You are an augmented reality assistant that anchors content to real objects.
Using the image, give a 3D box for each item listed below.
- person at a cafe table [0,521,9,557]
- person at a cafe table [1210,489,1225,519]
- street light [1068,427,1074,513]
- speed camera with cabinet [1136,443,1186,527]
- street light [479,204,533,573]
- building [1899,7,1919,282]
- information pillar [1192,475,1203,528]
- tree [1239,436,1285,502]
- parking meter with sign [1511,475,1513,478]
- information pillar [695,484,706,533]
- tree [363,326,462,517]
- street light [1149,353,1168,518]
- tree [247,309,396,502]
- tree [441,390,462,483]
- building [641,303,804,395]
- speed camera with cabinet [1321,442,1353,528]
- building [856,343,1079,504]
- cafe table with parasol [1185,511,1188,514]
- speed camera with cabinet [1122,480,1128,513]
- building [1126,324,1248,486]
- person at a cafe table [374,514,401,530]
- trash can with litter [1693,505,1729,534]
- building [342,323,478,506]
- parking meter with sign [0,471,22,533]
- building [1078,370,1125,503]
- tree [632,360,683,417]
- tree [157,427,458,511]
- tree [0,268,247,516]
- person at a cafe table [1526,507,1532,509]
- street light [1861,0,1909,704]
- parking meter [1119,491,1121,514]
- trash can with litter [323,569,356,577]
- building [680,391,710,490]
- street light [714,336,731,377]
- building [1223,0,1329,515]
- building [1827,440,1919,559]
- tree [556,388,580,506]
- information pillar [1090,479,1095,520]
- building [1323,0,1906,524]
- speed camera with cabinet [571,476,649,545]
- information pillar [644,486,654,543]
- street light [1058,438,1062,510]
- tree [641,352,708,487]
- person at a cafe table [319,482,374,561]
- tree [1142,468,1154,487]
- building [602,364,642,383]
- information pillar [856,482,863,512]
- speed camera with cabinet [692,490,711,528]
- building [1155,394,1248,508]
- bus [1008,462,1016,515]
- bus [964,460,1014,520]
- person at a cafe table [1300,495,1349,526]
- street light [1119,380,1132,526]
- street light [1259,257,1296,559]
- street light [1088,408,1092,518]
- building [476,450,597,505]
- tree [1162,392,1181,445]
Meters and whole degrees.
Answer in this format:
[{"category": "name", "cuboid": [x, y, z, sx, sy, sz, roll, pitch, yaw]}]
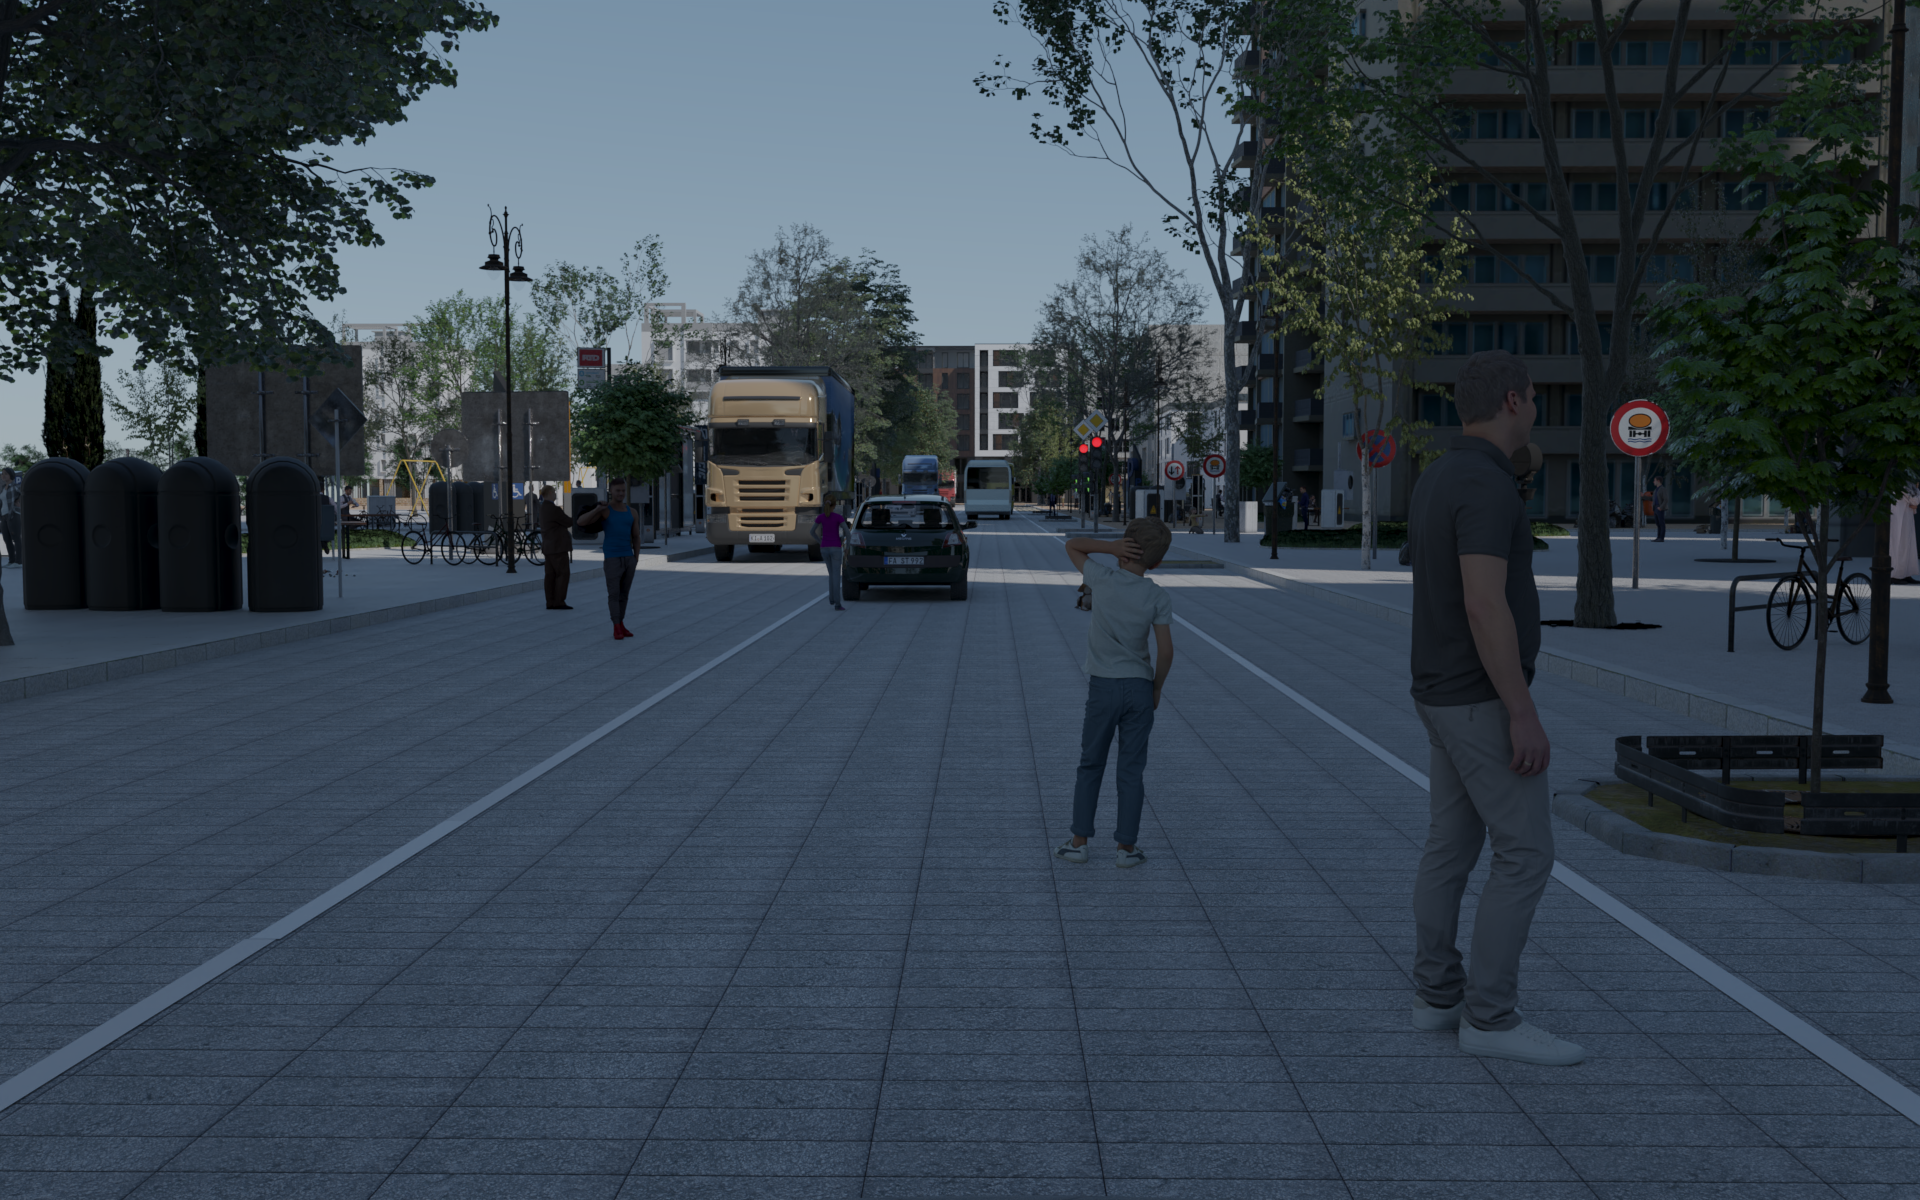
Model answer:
[{"category": "person at a cafe table", "cuboid": [-19.947, -1.480, 35.060, 1.726, 1.238, 1.698, 1, 4, 12]}, {"category": "person at a cafe table", "cuboid": [13.876, -5.036, 90.858, 1.622, 1.524, 1.698, -3, 5, -40]}, {"category": "street light", "cuboid": [7.471, -8.792, 116.529, 0.468, 5.910, 1.993, 0, 4, 1]}, {"category": "speed camera with cabinet", "cuboid": [7.791, -4.449, 67.077, 2.038, 3.252, 0.660, -2, 4, -30]}, {"category": "street light", "cuboid": [-7.287, -3.375, 27.962, 0.468, 5.910, 1.993, 0, 4, 1]}, {"category": "building", "cuboid": [63.048, -28.502, 85.610, 30.456, 49.044, 23.786, 0, 4, 1]}, {"category": "information pillar", "cuboid": [8.984, -3.735, 65.554, 0.304, 2.012, 0.304, 3, 5, 40]}, {"category": "tree", "cuboid": [16.630, -6.945, 97.272, 4.285, 4.588, 4.351, 0, 3, 0]}, {"category": "parking meter with sign", "cuboid": [21.230, -4.372, 67.751, 1.738, 3.016, 0.543, 1, 4, 18]}, {"category": "information pillar", "cuboid": [-8.502, -3.196, 56.746, 0.304, 2.012, 0.304, 0, 4, 1]}, {"category": "tree", "cuboid": [-30.801, -9.929, 96.759, 7.601, 10.594, 8.767, 1, 4, 19]}, {"category": "street light", "cuboid": [6.495, -5.135, 56.742, 0.468, 5.910, 1.993, 0, 4, 1]}, {"category": "tree", "cuboid": [-24.976, -7.202, 68.111, 4.360, 8.622, 3.978, 0, 3, 0]}, {"category": "tree", "cuboid": [-33.159, -10.117, 115.782, 4.360, 8.622, 3.978, 0, 3, 0]}, {"category": "building", "cuboid": [-23.093, -19.501, 175.259, 16.016, 20.091, 11.380, 0, 4, 1]}, {"category": "speed camera with cabinet", "cuboid": [14.267, -4.347, 65.411, 0.660, 3.252, 2.038, 2, 4, 31]}, {"category": "building", "cuboid": [0.070, -24.763, 248.841, 32.646, 21.610, 27.936, 0, 4, 1]}, {"category": "cafe table with parasol", "cuboid": [14.510, -6.650, 113.591, 2.610, 1.966, 2.610, 0, 4, 5]}, {"category": "speed camera with cabinet", "cuboid": [11.276, -7.462, 116.343, 0.660, 3.252, 2.038, 0, 4, 1]}, {"category": "building", "cuboid": [28.144, -19.731, 189.057, 16.747, 18.905, 31.486, 0, 4, 1]}, {"category": "person at a cafe table", "cuboid": [-16.551, -2.397, 47.702, 1.622, 1.524, 1.698, 1, 4, 9]}, {"category": "trash can with litter", "cuboid": [24.174, -2.716, 55.796, 0.624, 1.170, 1.055, -3, 4, -38]}, {"category": "building", "cuboid": [-62.261, -20.904, 198.203, 11.380, 20.091, 16.016, 0, 4, 1]}, {"category": "parking meter with sign", "cuboid": [-31.560, -3.745, 57.497, 1.738, 3.016, 0.543, 1, 4, 9]}, {"category": "building", "cuboid": [32.719, -23.024, 242.900, 31.486, 18.905, 16.747, 0, 4, 1]}, {"category": "tree", "cuboid": [-17.102, -8.842, 94.924, 4.737, 8.622, 4.395, 0, 3, 0]}, {"category": "tree", "cuboid": [-47.492, -10.106, 128.136, 11.467, 7.101, 20.602, 2, 4, 33]}, {"category": "tree", "cuboid": [-49.948, -12.373, 104.126, 18.604, 14.587, 13.155, -2, 4, -23]}, {"category": "person at a cafe table", "cuboid": [22.906, -3.890, 72.116, 1.698, 1.524, 1.622, 1, 4, 8]}, {"category": "street light", "cuboid": [5.649, -2.306, 10.489, 0.468, 5.910, 1.993, 0, 4, 1]}, {"category": "parking meter", "cuboid": [10.371, -6.425, 113.452, 0.372, 1.533, 0.369, 0, 3, 0]}, {"category": "trash can with litter", "cuboid": [-10.364, -1.013, 27.616, 1.678, 1.210, 2.233, -1, 4, -9]}, {"category": "building", "cuboid": [-21.052, -13.049, 155.506, 9.099, 9.664, 28.070, 0, 4, 1]}, {"category": "street light", "cuboid": [-6.877, -4.777, 50.889, 0.468, 5.910, 1.993, 0, 4, 1]}, {"category": "building", "cuboid": [29.660, -28.080, 113.726, 22.147, 44.769, 28.867, 0, 4, 1]}, {"category": "building", "cuboid": [27.862, -35.781, 23.276, 20.563, 71.187, 20.611, 0, 4, 1]}, {"category": "tree", "cuboid": [-26.681, -10.104, 115.555, 4.360, 8.622, 3.978, 0, 3, 0]}, {"category": "information pillar", "cuboid": [6.724, -5.052, 87.099, 0.304, 2.012, 0.304, 2, 4, 24]}, {"category": "building", "cuboid": [28.962, -28.065, 82.567, 21.600, 48.544, 21.300, 0, 4, 1]}, {"category": "speed camera with cabinet", "cuboid": [-8.940, -3.035, 43.963, 2.038, 3.252, 0.660, 0, 4, -8]}, {"category": "information pillar", "cuboid": [-8.190, -2.503, 45.422, 0.304, 2.012, 0.304, -1, 4, -12]}, {"category": "street light", "cuboid": [8.023, -10.185, 139.318, 0.468, 5.910, 1.993, 0, 4, 1]}, {"category": "tree", "cuboid": [-14.910, -8.513, 89.551, 4.360, 8.622, 3.978, 0, 3, 0]}, {"category": "person at a cafe table", "cuboid": [-12.541, -1.553, 33.912, 1.698, 1.524, 1.622, -2, 4, -26]}, {"category": "tree", "cuboid": [13.710, -8.296, 130.233, 1.663, 3.219, 1.824, 0, 3, 0]}, {"category": "building", "cuboid": [-32.837, -23.067, 243.600, 31.486, 18.905, 16.747, 0, 4, 1]}, {"category": "information pillar", "cuboid": [-6.283, -6.334, 108.047, 0.304, 2.012, 0.304, 3, 5, 41]}, {"category": "speed camera with cabinet", "cuboid": [-9.402, -4.367, 65.742, 2.038, 3.252, 0.660, -1, 4, -12]}, {"category": "building", "cuboid": [23.762, -13.246, 158.718, 9.099, 9.664, 28.070, 0, 4, 1]}, {"category": "bus", "cuboid": [2.592, -8.109, 124.126, 2.896, 3.916, 12.252, 0, 4, 1]}, {"category": "bus", "cuboid": [1.687, -6.455, 100.403, 2.948, 3.499, 13.247, 0, 4, 2]}, {"category": "person at a cafe table", "cuboid": [14.526, -3.620, 70.049, 1.698, 1.238, 1.726, -1, 4, -22]}, {"category": "street light", "cuboid": [6.733, -5.979, 70.542, 0.468, 5.910, 1.993, 0, 4, 1]}, {"category": "street light", "cuboid": [6.197, -3.742, 33.967, 0.468, 5.910, 1.993, 0, 4, 1]}, {"category": "street light", "cuboid": [7.050, -7.399, 93.756, 0.468, 5.910, 1.993, 0, 4, 1]}, {"category": "building", "cuboid": [-42.110, -15.909, 202.256, 28.070, 9.664, 9.099, 0, 4, 1]}, {"category": "tree", "cuboid": [14.663, -9.580, 106.995, 4.737, 8.622, 4.395, 0, 3, 0]}]
